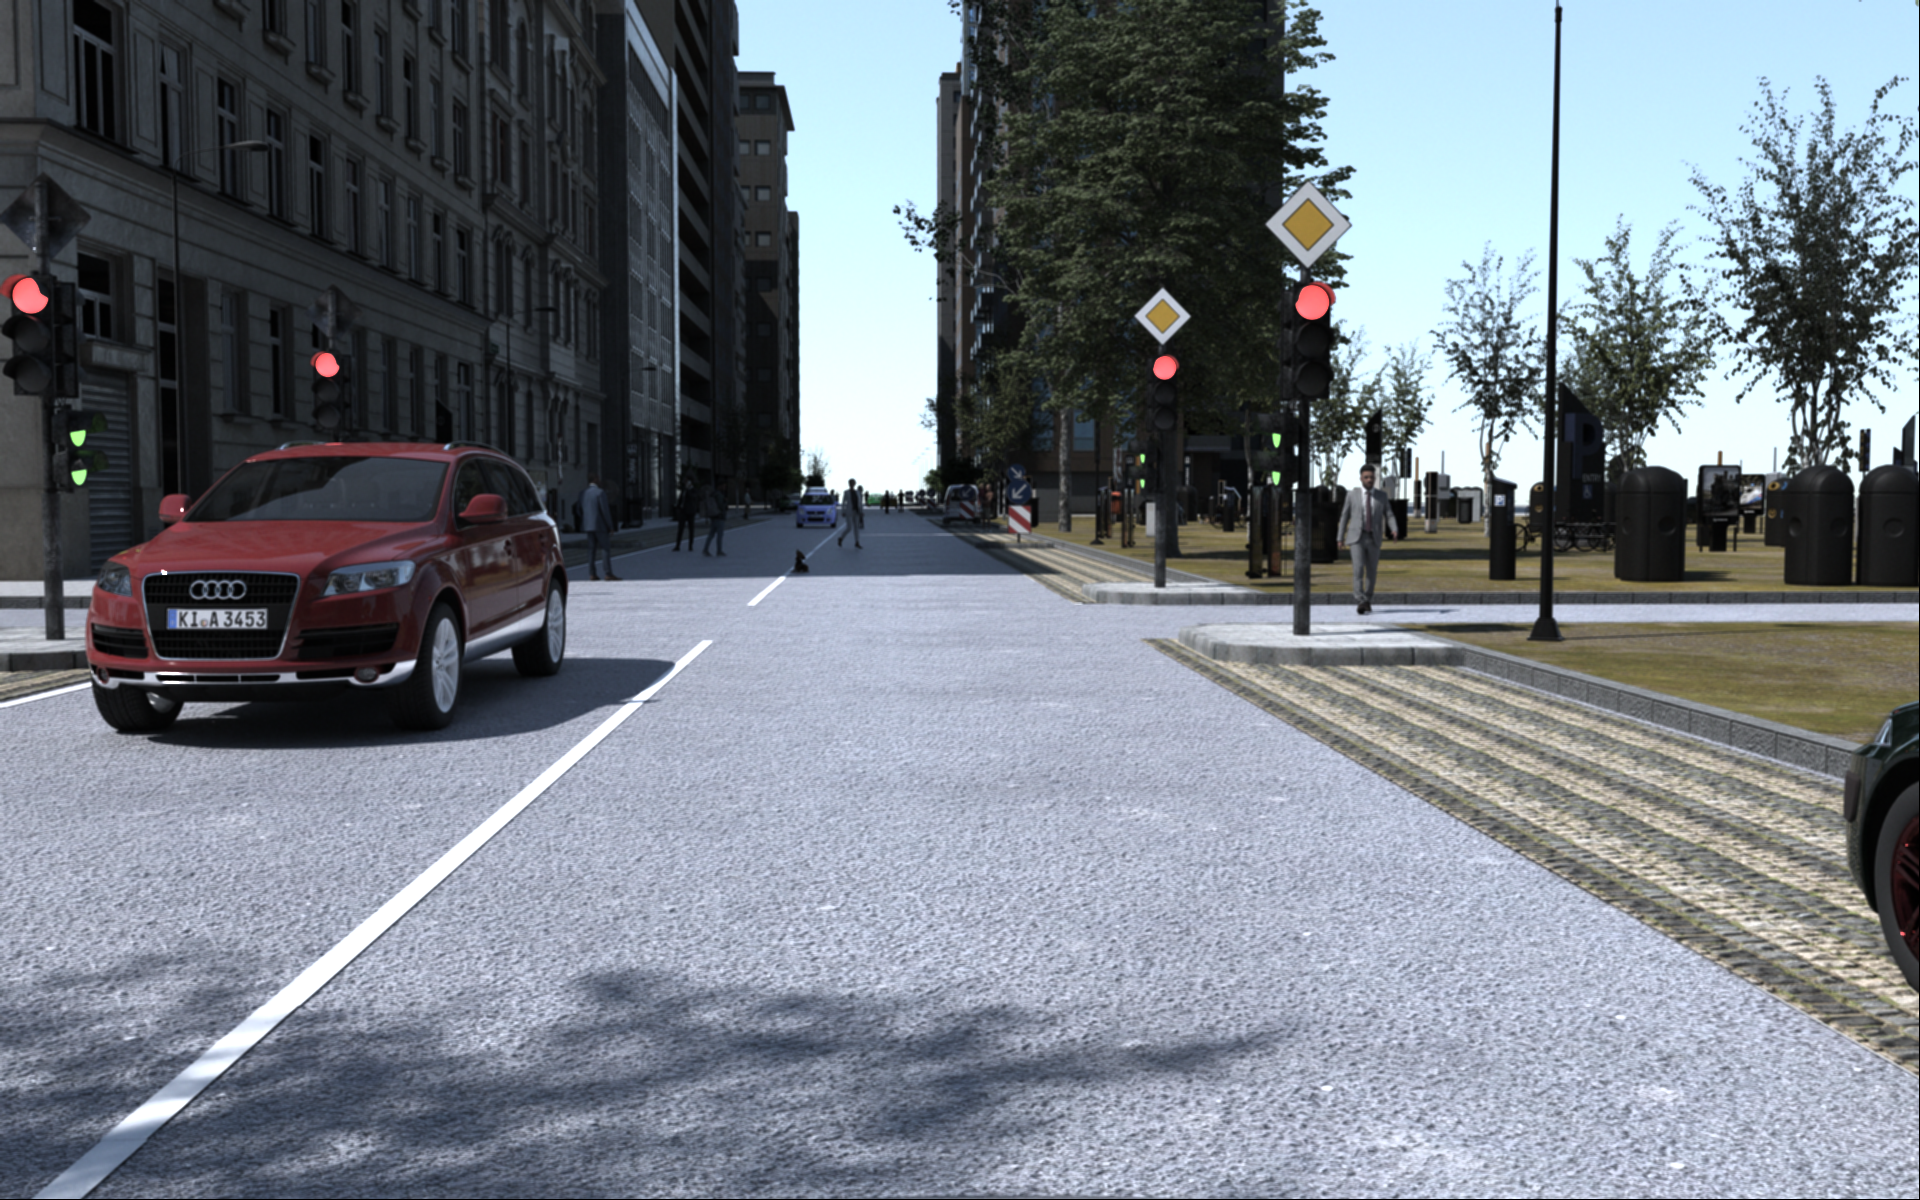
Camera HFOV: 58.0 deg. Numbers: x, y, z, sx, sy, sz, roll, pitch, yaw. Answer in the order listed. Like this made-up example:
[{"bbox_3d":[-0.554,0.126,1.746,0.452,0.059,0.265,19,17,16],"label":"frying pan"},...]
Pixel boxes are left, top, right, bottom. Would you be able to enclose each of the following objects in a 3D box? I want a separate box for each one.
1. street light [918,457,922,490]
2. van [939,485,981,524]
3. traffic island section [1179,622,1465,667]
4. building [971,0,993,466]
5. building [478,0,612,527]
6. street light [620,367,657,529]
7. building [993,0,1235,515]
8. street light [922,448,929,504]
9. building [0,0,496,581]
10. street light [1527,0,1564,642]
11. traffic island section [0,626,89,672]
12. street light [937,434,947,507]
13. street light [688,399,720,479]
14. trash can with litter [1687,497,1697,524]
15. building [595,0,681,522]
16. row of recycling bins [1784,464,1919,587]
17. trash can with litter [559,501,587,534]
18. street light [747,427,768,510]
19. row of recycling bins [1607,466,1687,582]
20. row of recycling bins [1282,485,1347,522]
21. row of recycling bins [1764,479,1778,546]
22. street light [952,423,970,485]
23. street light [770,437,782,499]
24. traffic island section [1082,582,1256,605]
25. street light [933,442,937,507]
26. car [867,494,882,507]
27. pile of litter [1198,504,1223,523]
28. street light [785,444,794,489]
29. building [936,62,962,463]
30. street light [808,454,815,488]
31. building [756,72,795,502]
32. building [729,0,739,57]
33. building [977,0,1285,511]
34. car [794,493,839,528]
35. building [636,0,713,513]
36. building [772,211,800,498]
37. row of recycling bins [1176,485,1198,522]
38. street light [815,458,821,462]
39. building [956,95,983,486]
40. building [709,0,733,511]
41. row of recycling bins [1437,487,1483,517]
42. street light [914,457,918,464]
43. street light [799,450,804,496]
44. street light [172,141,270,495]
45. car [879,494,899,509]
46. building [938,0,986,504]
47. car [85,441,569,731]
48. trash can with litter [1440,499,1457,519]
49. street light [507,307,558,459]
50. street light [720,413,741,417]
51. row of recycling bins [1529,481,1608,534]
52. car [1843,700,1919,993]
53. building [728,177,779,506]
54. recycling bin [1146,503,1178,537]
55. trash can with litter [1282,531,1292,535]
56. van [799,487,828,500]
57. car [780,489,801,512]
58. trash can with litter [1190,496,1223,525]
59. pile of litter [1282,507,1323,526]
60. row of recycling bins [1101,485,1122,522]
[{"bbox_3d":[-3.755,-13.763,197.566,1.470,5.913,1.316,0,4,-3],"label":"street light"},{"bbox_3d":[0.084,-4.402,78.988,2.013,2.044,4.112,0,4,-2],"label":"van"},{"bbox_3d":[3.134,0.397,15.783,2.009,0.180,2.903,0,4,-3],"label":"traffic island section"},{"bbox_3d":[12.497,-32.883,157.249,23.786,49.044,30.456,0,4,-3],"label":"building"},{"bbox_3d":[-21.700,-17.025,65.752,14.401,28.519,23.554,0,4,-3],"label":"building"},{"bbox_3d":[-11.783,-5.562,63.486,1.470,5.913,1.316,0,4,-3],"label":"street light"},{"bbox_3d":[9.527,-28.366,113.893,14.600,45.320,14.200,0,4,-3],"label":"building"},{"bbox_3d":[-2.845,-12.398,175.241,1.470,5.913,1.316,0,4,-3],"label":"street light"},{"bbox_3d":[-21.287,-12.562,38.670,16.112,22.955,30.059,0,4,-3],"label":"building"},{"bbox_3d":[4.612,-2.599,15.042,1.470,5.913,1.316,0,4,-3],"label":"street light"},{"bbox_3d":[-7.996,0.428,15.277,2.009,0.180,2.903,0,4,-3],"label":"traffic island section"},{"bbox_3d":[-0.841,-9.893,134.289,1.470,5.913,1.316,0,4,-3],"label":"street light"},{"bbox_3d":[-12.660,-6.842,84.412,1.470,5.913,1.316,0,4,-3],"label":"street light"},{"bbox_3d":[31.205,-3.822,73.871,0.624,1.170,1.055,3,5,39],"label":"trash can with litter"},{"bbox_3d":[-21.444,-16.499,87.774,12.078,24.808,19.932,0,4,-3],"label":"building"},{"bbox_3d":[13.451,-1.041,24.128,3.534,1.692,1.069,1,4,11],"label":"row of recycling bins"},{"bbox_3d":[-12.527,-2.764,56.575,0.624,1.170,1.055,3,4,38],"label":"trash can with litter"},{"bbox_3d":[-14.237,-9.061,120.681,1.470,5.913,1.316,0,4,-3],"label":"street light"},{"bbox_3d":[10.657,-1.200,26.740,1.069,1.692,3.534,1,4,22],"label":"row of recycling bins"},{"bbox_3d":[16.119,-4.424,79.449,3.534,1.692,1.069,3,4,39],"label":"row of recycling bins"},{"bbox_3d":[20.098,-2.095,41.366,1.069,1.692,3.534,1,4,12],"label":"row of recycling bins"},{"bbox_3d":[0.039,-8.655,114.047,1.470,5.913,1.316,0,4,-3],"label":"street light"},{"bbox_3d":[-15.325,-10.317,141.221,1.470,5.913,1.316,0,4,-3],"label":"street light"},{"bbox_3d":[2.767,-0.090,23.759,2.009,0.180,2.903,0,4,-3],"label":"traffic island section"},{"bbox_3d":[-1.748,-11.142,154.708,1.470,5.913,1.316,0,4,-3],"label":"street light"},{"bbox_3d":[-9.249,-11.121,190.625,1.959,1.807,4.718,0,4,-4],"label":"car"},{"bbox_3d":[11.390,-3.855,76.997,1.719,0.858,1.176,0,4,-4],"label":"pile of litter"},{"bbox_3d":[-16.094,-11.548,161.347,1.470,5.913,1.316,0,4,-3],"label":"street light"},{"bbox_3d":[7.247,-42.929,243.891,21.231,58.520,28.212,0,4,-3],"label":"building"},{"bbox_3d":[-18.090,-14.071,202.595,1.470,5.913,1.316,0,4,-3],"label":"street light"},{"bbox_3d":[-35.856,-38.614,220.578,28.713,52.752,27.495,0,4,-3],"label":"building"},{"bbox_3d":[-32.902,-34.079,146.430,28.713,52.752,27.495,0,4,-3],"label":"building"},{"bbox_3d":[12.030,-42.346,130.609,20.563,71.187,20.611,0,4,-3],"label":"building"},{"bbox_3d":[-6.196,-3.990,74.833,1.945,1.707,3.694,0,4,-4],"label":"car"},{"bbox_3d":[-27.262,-29.598,107.631,21.300,48.544,21.600,0,4,-3],"label":"building"},{"bbox_3d":[-29.826,-34.219,243.082,14.154,41.232,14.086,0,4,-3],"label":"building"},{"bbox_3d":[10.376,-4.605,82.399,1.069,1.692,3.534,-1,4,-11],"label":"row of recycling bins"},{"bbox_3d":[-19.010,-15.330,223.185,1.470,5.913,1.316,0,4,-3],"label":"street light"},{"bbox_3d":[6.739,-33.107,191.412,14.600,45.320,14.200,0,4,-3],"label":"building"},{"bbox_3d":[-24.236,-29.120,126.224,14.600,45.320,14.200,0,4,-3],"label":"building"},{"bbox_3d":[28.370,-5.558,97.985,3.534,1.692,1.069,-3,4,-36],"label":"row of recycling bins"},{"bbox_3d":[-4.736,-15.017,218.075,1.470,5.913,1.316,0,4,-3],"label":"street light"},{"bbox_3d":[-17.133,-12.840,182.478,1.470,5.913,1.316,0,4,-3],"label":"street light"},{"bbox_3d":[-9.790,-3.083,22.945,1.470,5.913,1.316,0,4,-3],"label":"street light"},{"bbox_3d":[-6.901,-9.676,168.418,2.015,1.641,3.980,0,4,-3],"label":"car"},{"bbox_3d":[8.967,-55.060,212.902,22.319,86.520,31.000,0,4,-3],"label":"building"},{"bbox_3d":[-4.169,-0.215,12.194,2.281,1.827,5.304,0,4,-1],"label":"car"},{"bbox_3d":[25.458,-4.821,89.887,2.233,1.210,1.678,2,4,30],"label":"trash can with litter"},{"bbox_3d":[-10.656,-4.313,43.066,1.470,5.913,1.316,0,4,-3],"label":"street light"},{"bbox_3d":[-13.280,-7.760,99.422,1.470,5.913,1.316,0,4,-3],"label":"street light"},{"bbox_3d":[20.135,-3.040,56.817,1.069,1.692,3.534,-2,4,-27],"label":"row of recycling bins"},{"bbox_3d":[3.602,0.377,3.618,2.009,1.686,4.222,0,4,-2],"label":"car"},{"bbox_3d":[-36.924,-30.761,194.821,32.217,40.220,23.993,0,4,-3],"label":"building"},{"bbox_3d":[5.994,-2.376,51.398,0.722,1.027,0.722,3,4,36],"label":"recycling bin"},{"bbox_3d":[9.809,-2.633,54.107,1.678,1.210,2.233,1,4,14],"label":"trash can with litter"},{"bbox_3d":[-8.598,-5.913,103.693,2.013,2.044,4.112,0,4,-4],"label":"van"},{"bbox_3d":[-13.371,-7.876,137.569,1.959,1.807,4.718,0,4,-2],"label":"car"},{"bbox_3d":[10.697,-3.797,73.139,1.678,1.210,2.233,-1,4,-14],"label":"trash can with litter"},{"bbox_3d":[13.901,-3.441,70.223,1.176,0.858,1.719,-2,4,-31],"label":"pile of litter"},{"bbox_3d":[6.985,-4.462,80.068,1.069,1.692,3.534,1,4,9],"label":"row of recycling bins"}]
